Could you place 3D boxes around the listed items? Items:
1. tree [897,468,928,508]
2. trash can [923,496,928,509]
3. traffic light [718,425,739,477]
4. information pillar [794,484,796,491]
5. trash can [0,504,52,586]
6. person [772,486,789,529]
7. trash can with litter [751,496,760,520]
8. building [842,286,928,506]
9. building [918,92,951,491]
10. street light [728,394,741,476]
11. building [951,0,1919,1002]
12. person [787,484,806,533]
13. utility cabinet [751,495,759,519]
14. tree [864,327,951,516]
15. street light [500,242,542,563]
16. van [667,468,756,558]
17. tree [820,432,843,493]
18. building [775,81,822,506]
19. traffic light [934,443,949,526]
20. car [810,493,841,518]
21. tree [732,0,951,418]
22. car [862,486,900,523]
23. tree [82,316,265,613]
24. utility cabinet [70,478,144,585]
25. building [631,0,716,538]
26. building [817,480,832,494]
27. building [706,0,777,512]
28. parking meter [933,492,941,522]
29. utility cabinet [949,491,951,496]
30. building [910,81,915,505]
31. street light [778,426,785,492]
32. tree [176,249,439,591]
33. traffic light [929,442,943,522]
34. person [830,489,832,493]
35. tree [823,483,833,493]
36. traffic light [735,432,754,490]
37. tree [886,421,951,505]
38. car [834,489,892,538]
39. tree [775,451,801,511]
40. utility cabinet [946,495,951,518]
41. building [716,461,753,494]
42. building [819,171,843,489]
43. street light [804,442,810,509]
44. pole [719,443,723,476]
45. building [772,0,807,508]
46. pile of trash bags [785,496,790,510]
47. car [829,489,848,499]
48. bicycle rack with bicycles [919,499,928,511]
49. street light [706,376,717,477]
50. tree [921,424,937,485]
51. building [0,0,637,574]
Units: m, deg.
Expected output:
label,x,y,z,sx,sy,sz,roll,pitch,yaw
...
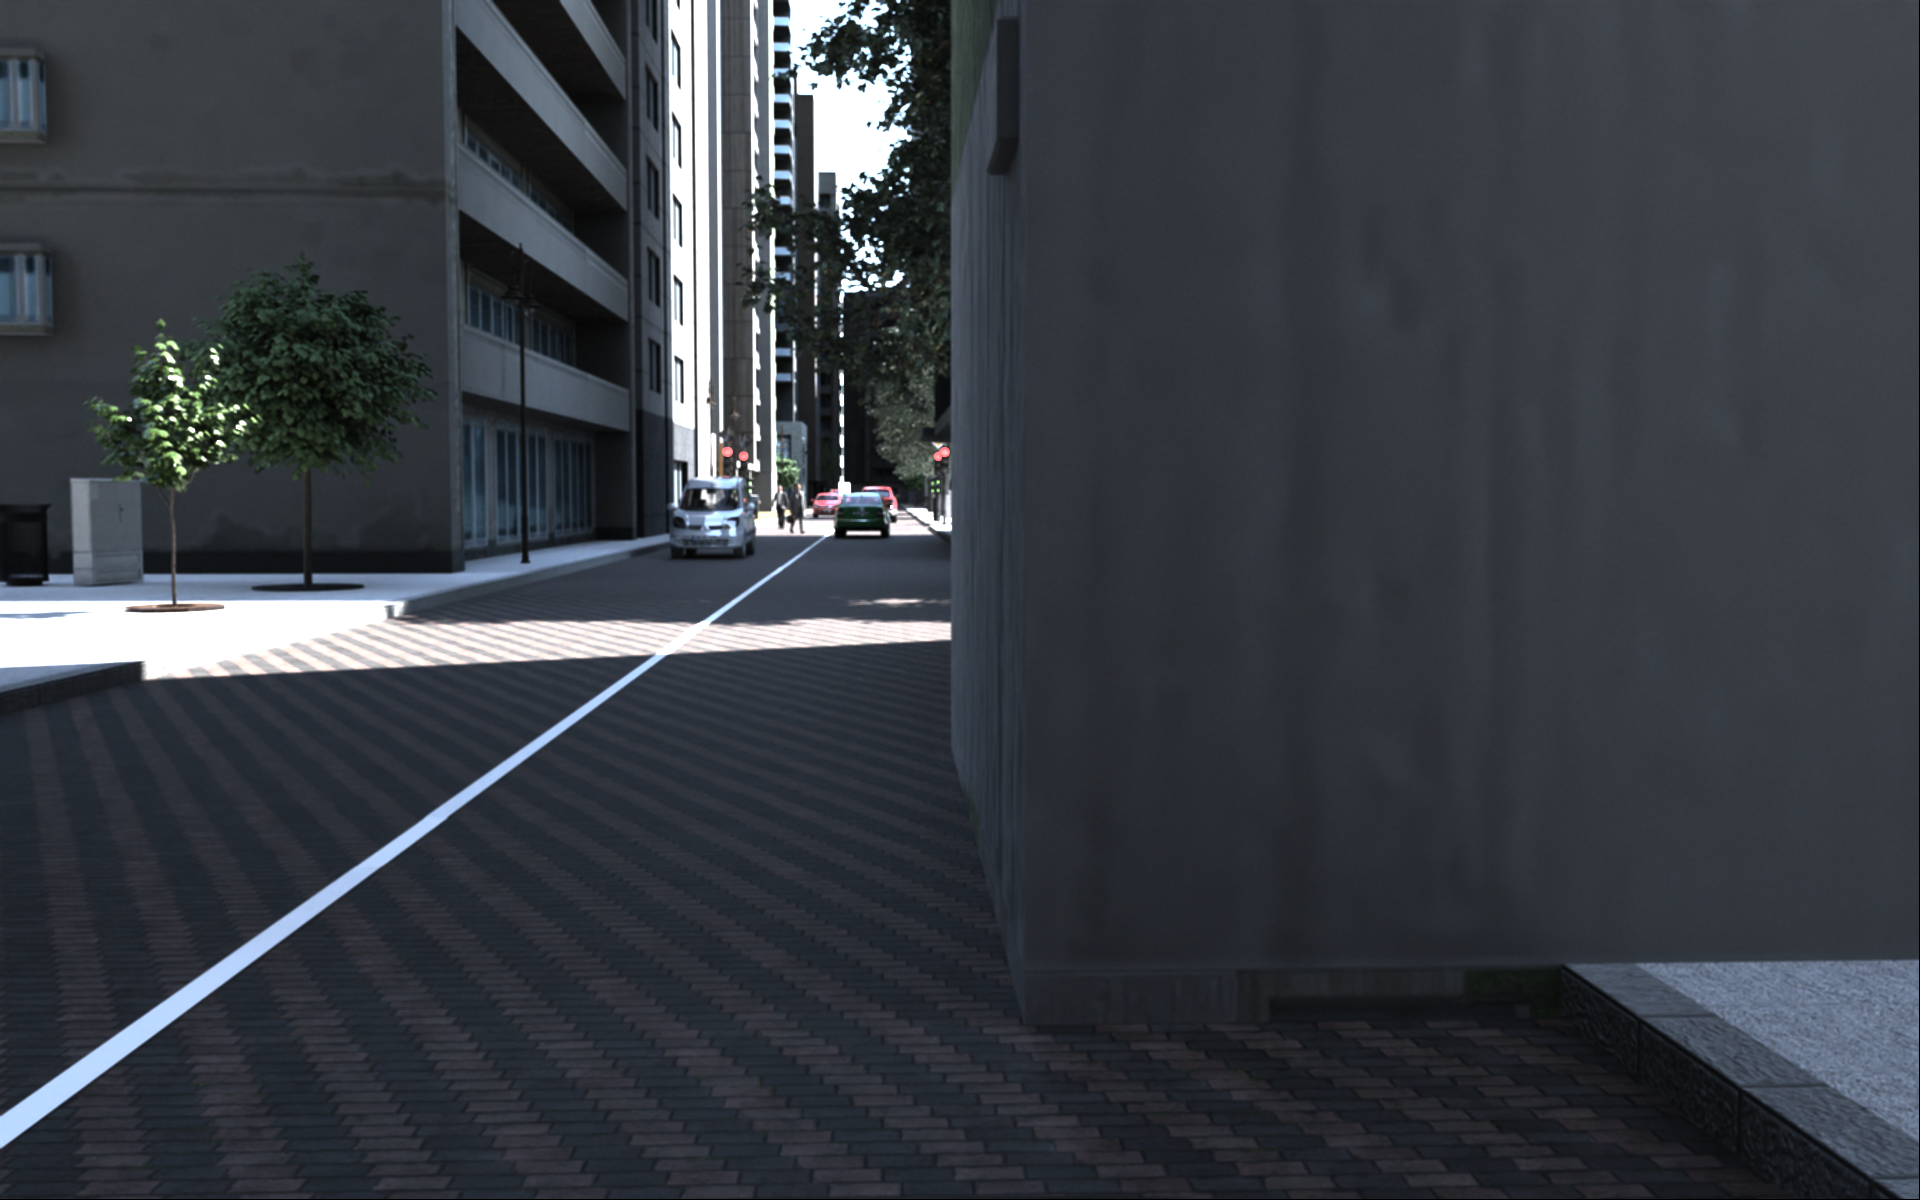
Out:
label,x,y,z,sx,sy,sz,roll,pitch,yaw
tree,-4.082,-10.617,157.308,4.285,4.588,4.351,0,3,0
trash can,-2.828,-8.227,146.170,0.748,1.137,0.748,0,3,0
traffic light,-9.355,-4.964,70.082,0.839,4.253,0.868,0,4,-2
information pillar,-11.559,-7.207,122.326,0.304,2.012,0.304,1,4,8
trash can,-13.112,-0.770,24.242,0.748,1.137,0.748,0,3,0
person,-7.337,-3.780,70.709,0.661,1.777,0.834,0,4,-3
trash can with litter,-10.326,-4.600,86.595,0.624,1.170,1.055,0,4,-1
building,-9.540,-28.885,243.976,14.107,30.474,14.160,0,4,-2
building,10.354,-35.666,172.377,28.713,52.752,27.495,0,4,-2
street light,-10.193,-6.452,78.282,0.468,5.910,1.993,0,4,-2
building,6.886,-19.997,10.539,14.154,41.232,14.086,0,4,-2
person,-5.926,-3.336,63.150,0.694,1.812,0.767,-2,4,-31
utility cabinet,-10.830,-4.744,88.720,1.020,1.237,0.306,-2,4,-29
tree,-1.984,-13.166,121.922,9.857,13.997,8.962,0,3,0
street light,-8.083,-3.624,32.037,0.468,5.910,1.993,0,4,-2
van,-5.674,-2.016,39.979,2.013,2.044,4.112,0,4,-2
tree,-15.684,-15.392,202.021,4.737,8.622,4.395,0,3,0
building,-22.579,-33.035,190.240,14.600,45.320,14.200,0,4,-2
traffic light,-0.652,-4.988,70.476,0.839,4.253,0.868,0,4,-2
car,-8.094,-5.948,106.294,2.155,1.783,4.494,0,4,-3
tree,1.949,-6.623,25.292,9.611,12.733,9.660,0,3,0
car,-4.217,-4.863,88.187,2.281,1.827,5.304,0,4,-2
tree,-8.817,-1.496,19.060,1.663,3.219,1.824,0,3,0
utility cabinet,-12.049,-0.968,24.509,0.318,1.500,1.173,0,4,7
building,-19.868,-37.927,58.364,20.611,71.187,20.563,0,4,-2
building,-30.877,-34.377,216.694,28.867,44.769,22.147,0,4,-2
building,-20.428,-26.764,121.192,14.154,41.232,14.086,0,4,-2
parking meter,-1.078,-4.436,80.935,0.372,1.533,0.369,0,3,0
utility cabinet,-0.288,-6.561,115.958,1.173,1.500,0.318,2,4,23
building,4.362,-41.167,215.080,21.231,58.520,28.212,0,4,-2
street light,-11.807,-8.695,114.950,0.468,5.910,1.993,0,4,-2
tree,-8.790,-2.424,23.346,4.285,4.588,4.351,0,3,0
traffic light,-1.001,-5.476,78.453,0.839,4.253,0.868,0,4,-2
person,-9.236,-7.082,124.690,0.834,1.777,0.661,-1,4,-23
tree,-17.727,-14.435,230.605,1.663,3.219,1.824,0,3,0
traffic light,-9.703,-5.452,78.059,0.839,4.253,0.868,0,4,-2
tree,-3.410,-14.173,149.853,7.486,12.596,7.792,0,3,0
car,-3.269,-3.029,58.328,1.959,1.807,4.718,0,4,-1
tree,-13.798,-9.070,132.001,4.285,4.588,4.351,0,3,0
utility cabinet,-0.570,-5.026,93.343,0.306,1.237,1.020,0,4,3
building,-27.927,-24.587,93.882,32.217,40.220,23.993,0,4,-2
building,-27.720,-38.088,246.437,21.600,48.544,21.300,0,4,-2
street light,-13.344,-10.929,151.483,0.468,5.910,1.993,0,4,-2
pole,-9.466,-4.574,68.630,0.158,3.312,0.155,0,3,0
building,-25.825,-52.207,166.262,22.319,86.520,31.000,0,4,-2
pile of trash bags,-14.288,-7.918,139.209,1.912,1.369,3.447,2,4,26
car,-9.806,-8.011,139.660,2.281,1.827,5.304,0,4,-4
bicycle rack with bicycles,-1.785,-6.995,127.749,2.852,0.926,2.925,-2,4,-28
street light,-9.808,-5.837,68.227,0.468,5.910,1.993,0,4,-2
tree,-1.902,-11.041,130.887,4.737,8.622,4.395,0,3,0
building,-19.313,-25.250,36.541,21.300,48.544,21.600,0,4,-2
